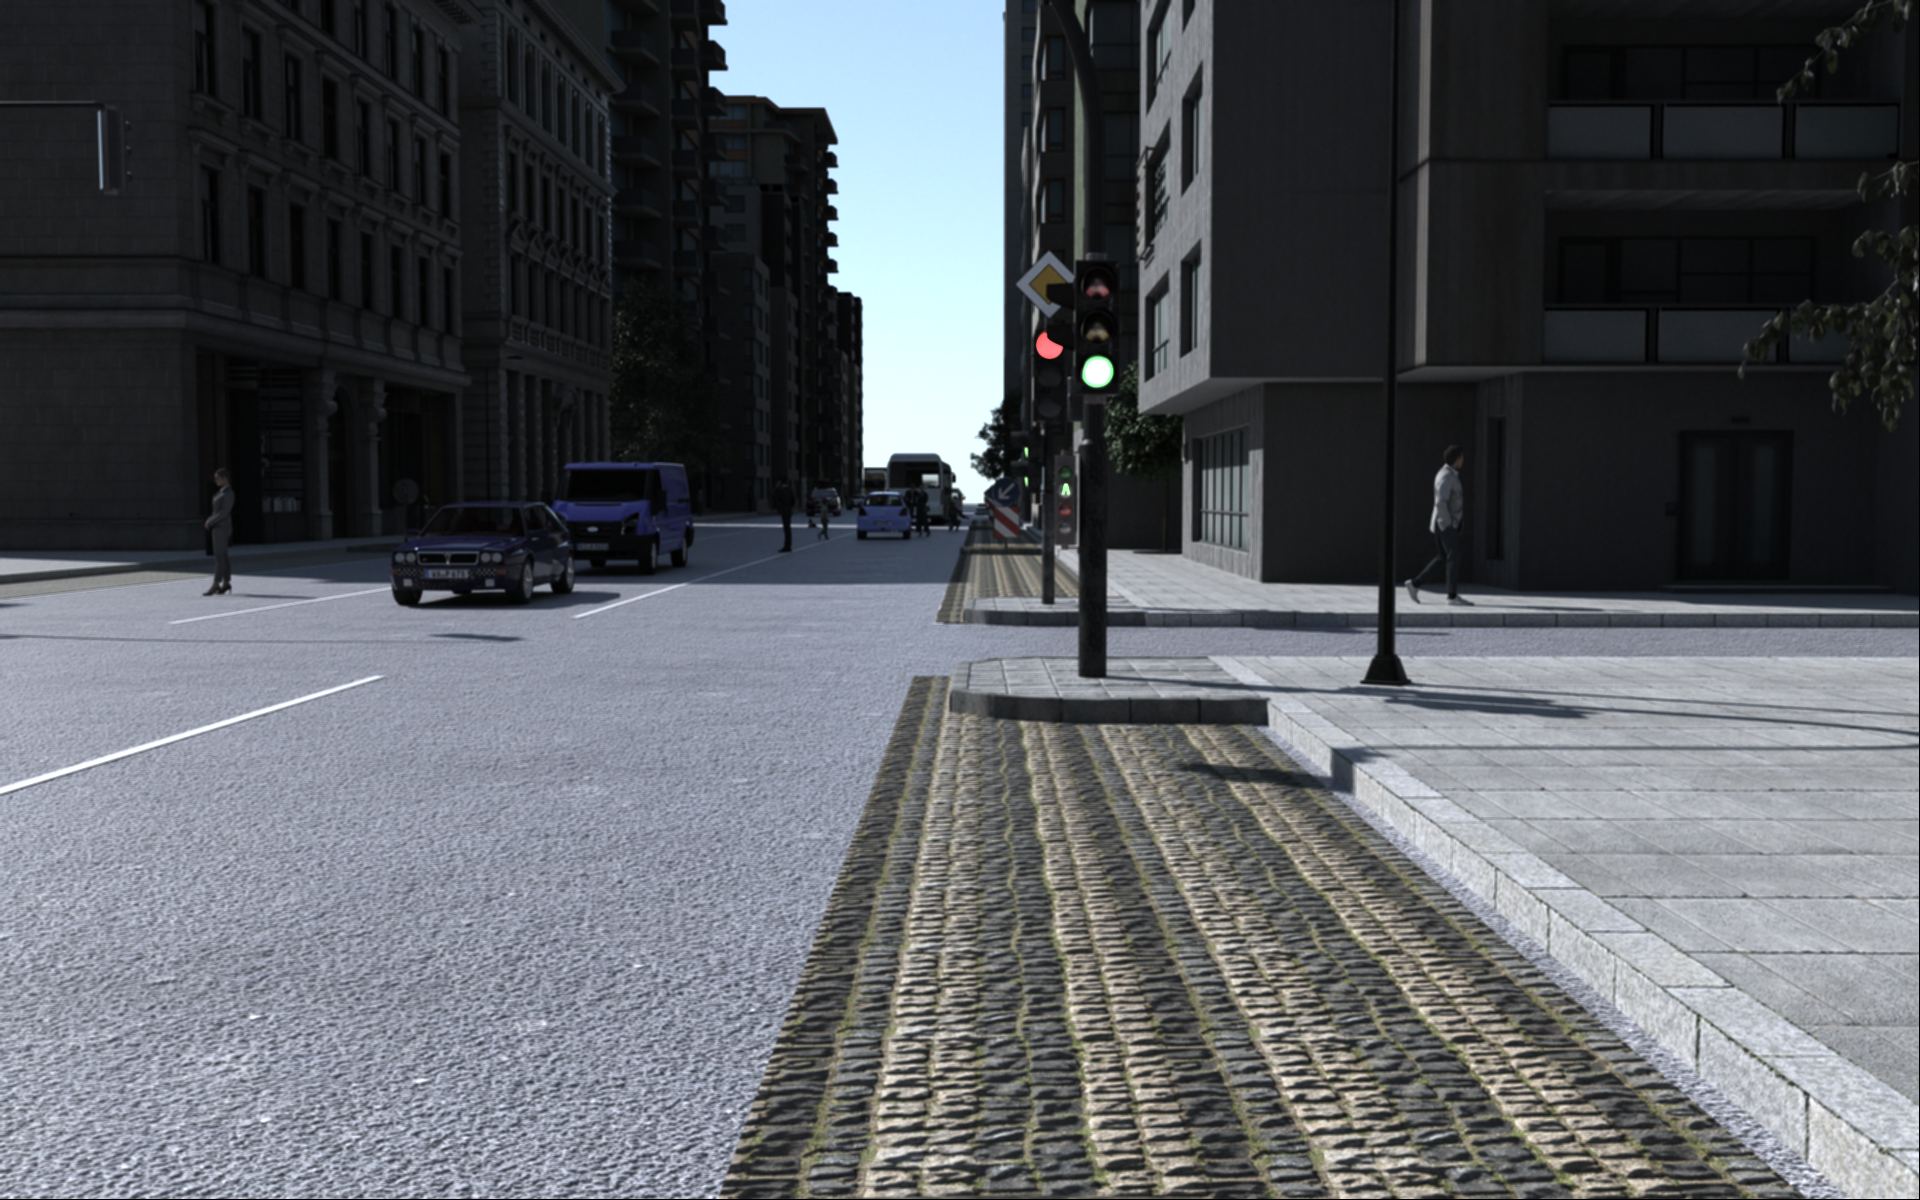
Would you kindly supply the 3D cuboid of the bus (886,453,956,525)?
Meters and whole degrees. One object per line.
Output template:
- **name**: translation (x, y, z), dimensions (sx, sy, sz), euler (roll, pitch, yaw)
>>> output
- **bus**: translation (-1.854, -5.483, 84.511), dimensions (2.948, 3.499, 13.247), euler (0, 4, 2)

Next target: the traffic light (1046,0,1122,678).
- **traffic light**: translation (-1.187, -2.282, 11.981), dimensions (4.771, 5.953, 1.251), euler (0, 4, 1)

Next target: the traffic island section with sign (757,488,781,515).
- **traffic island section with sign**: translation (-13.011, -6.839, 120.448), dimensions (1.989, 1.847, 2.006), euler (0, 4, 1)

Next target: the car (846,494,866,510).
- **car**: translation (-9.228, -8.865, 156.742), dimensions (2.131, 1.459, 4.920), euler (0, 4, 2)

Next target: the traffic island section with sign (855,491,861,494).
- **traffic island section with sign**: translation (-11.940, -11.887, 202.986), dimensions (1.989, 1.847, 2.006), euler (0, 4, 1)

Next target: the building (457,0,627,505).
- **building**: translation (-21.097, -14.802, 70.886), dimensions (11.050, 23.489, 19.941), euler (0, 4, 1)

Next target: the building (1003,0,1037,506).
- **building**: translation (15.571, -40.301, 200.912), dimensions (21.231, 58.520, 28.212), euler (0, 4, 1)

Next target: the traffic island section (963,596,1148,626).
- **traffic island section**: translation (1.048, 0.128, 20.194), dimensions (2.009, 0.180, 2.903), euler (0, 4, 1)

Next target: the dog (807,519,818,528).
- **dog**: translation (-6.238, -3.290, 73.982), dimensions (0.748, 0.427, 0.550), euler (-2, 4, -25)

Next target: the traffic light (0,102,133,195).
- **traffic light**: translation (-12.159, -2.789, 20.268), dimensions (4.771, 5.953, 1.251), euler (0, 4, 1)

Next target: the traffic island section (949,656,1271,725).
- **traffic island section**: translation (0.946, 0.616, 12.209), dimensions (2.009, 0.180, 2.903), euler (0, 4, 1)

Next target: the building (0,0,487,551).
- **building**: translation (-21.776, -11.550, 39.755), dimensions (10.553, 20.767, 40.483), euler (0, 4, 1)

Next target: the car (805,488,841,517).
- **car**: translation (-8.826, -6.338, 112.304), dimensions (2.281, 1.827, 5.304), euler (0, 4, -1)

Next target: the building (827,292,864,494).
- **building**: translation (-21.149, -28.893, 244.101), dimensions (14.160, 30.474, 14.107), euler (0, 4, 1)

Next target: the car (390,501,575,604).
- **car**: translation (-6.473, -0.681, 23.721), dimensions (1.945, 1.354, 3.894), euler (0, 4, 0)

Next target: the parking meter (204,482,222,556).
- **parking meter**: translation (-15.565, -1.698, 36.172), dimensions (0.372, 1.533, 0.369), euler (0, 3, 0)

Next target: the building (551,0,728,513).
- **building**: translation (-26.770, -27.843, 109.859), dimensions (22.147, 44.769, 28.867), euler (0, 4, 1)

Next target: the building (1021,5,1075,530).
- **building**: translation (16.822, -14.114, 75.806), dimensions (27.650, 21.520, 28.899), euler (0, 4, 1)

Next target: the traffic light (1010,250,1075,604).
- **traffic light**: translation (1.009, -1.906, 20.080), dimensions (0.839, 4.253, 0.868), euler (0, 4, 1)

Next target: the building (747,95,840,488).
- **building**: translation (-25.145, -32.927, 192.984), dimensions (22.147, 44.769, 28.867), euler (0, 4, 1)

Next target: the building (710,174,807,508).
- **building**: translation (-21.984, -23.786, 160.607), dimensions (14.160, 30.474, 14.107), euler (0, 4, 1)

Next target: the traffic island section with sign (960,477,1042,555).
- **traffic island section with sign**: translation (0.995, -2.014, 41.550), dimensions (1.989, 1.847, 2.006), euler (0, 4, 1)

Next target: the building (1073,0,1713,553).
- **building**: translation (10.008, -22.156, 45.852), dimensions (14.154, 41.232, 14.086), euler (0, 4, 1)

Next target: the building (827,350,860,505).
- **building**: translation (-27.762, -23.115, 222.976), dimensions (27.650, 21.520, 28.899), euler (0, 4, 1)

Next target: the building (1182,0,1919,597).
- **building**: translation (10.373, -20.992, 26.822), dimensions (14.086, 41.232, 14.154), euler (0, 4, 1)

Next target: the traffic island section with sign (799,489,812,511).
- **traffic island section with sign**: translation (-12.663, -8.488, 147.401), dimensions (1.989, 1.847, 2.006), euler (0, 4, 1)

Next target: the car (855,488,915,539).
- **car**: translation (-2.439, -2.837, 55.981), dimensions (1.945, 1.707, 3.694), euler (0, 4, -1)

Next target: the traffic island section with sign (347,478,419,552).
- **traffic island section with sign**: translation (-13.994, -2.120, 43.298), dimensions (1.989, 1.847, 2.006), euler (0, 4, 1)

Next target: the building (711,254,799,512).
- **building**: translation (-28.372, -18.010, 139.497), dimensions (27.650, 21.520, 28.899), euler (0, 4, 1)

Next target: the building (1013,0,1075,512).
- **building**: translation (15.356, -44.104, 159.346), dimensions (20.563, 71.187, 20.611), euler (0, 4, 1)

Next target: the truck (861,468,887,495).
- **truck**: translation (-8.958, -12.022, 185.470), dimensions (2.839, 4.237, 11.283), euler (0, 4, 0)
